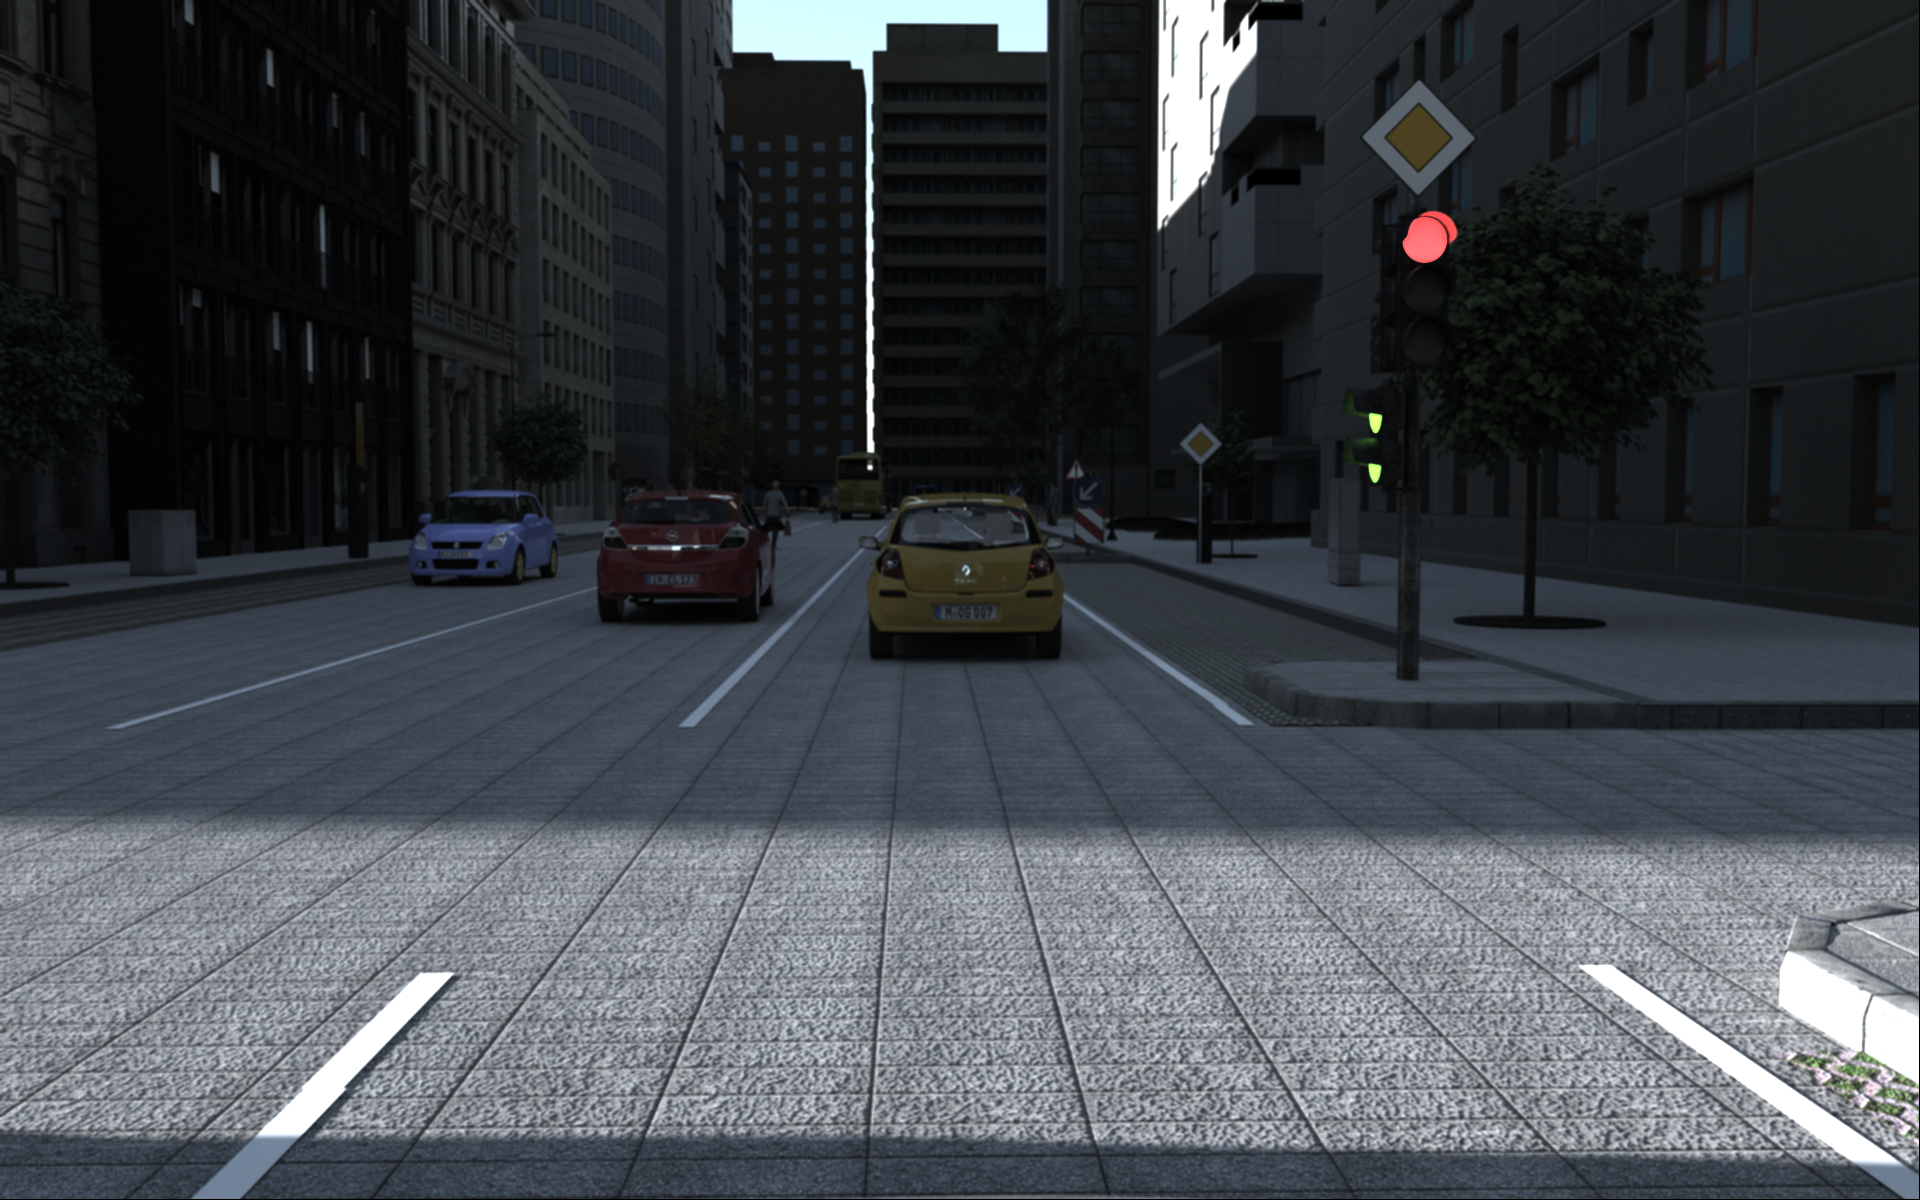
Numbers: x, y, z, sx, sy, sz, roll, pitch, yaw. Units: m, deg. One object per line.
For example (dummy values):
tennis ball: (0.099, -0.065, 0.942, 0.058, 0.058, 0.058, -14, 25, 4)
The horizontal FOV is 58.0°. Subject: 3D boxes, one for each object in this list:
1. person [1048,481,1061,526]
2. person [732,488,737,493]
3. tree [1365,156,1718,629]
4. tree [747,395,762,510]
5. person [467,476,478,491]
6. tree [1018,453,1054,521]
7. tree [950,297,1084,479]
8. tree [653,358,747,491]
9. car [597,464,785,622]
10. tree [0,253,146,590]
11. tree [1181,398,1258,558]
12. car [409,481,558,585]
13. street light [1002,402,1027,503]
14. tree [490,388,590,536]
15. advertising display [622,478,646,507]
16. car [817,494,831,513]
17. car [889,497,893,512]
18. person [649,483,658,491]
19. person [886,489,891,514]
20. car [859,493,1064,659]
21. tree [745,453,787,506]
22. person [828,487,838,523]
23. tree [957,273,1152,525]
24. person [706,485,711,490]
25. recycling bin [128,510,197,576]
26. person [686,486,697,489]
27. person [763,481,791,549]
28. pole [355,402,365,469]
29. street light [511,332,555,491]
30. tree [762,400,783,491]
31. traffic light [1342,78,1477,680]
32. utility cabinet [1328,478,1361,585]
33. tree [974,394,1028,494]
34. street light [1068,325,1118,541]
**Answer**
person: (3.776, -3.876, 69.514, 0.391, 1.810, 0.635, 2, 4, 26)
person: (-16.718, -7.438, 128.470, 1.217, 1.723, 0.721, 1, 4, 17)
tree: (5.560, -2.040, 17.062, 4.285, 4.588, 4.351, 0, 3, 0)
tree: (-14.124, -9.305, 102.501, 4.737, 8.622, 4.395, 0, 3, 0)
person: (-13.927, -2.639, 49.376, 0.526, 1.800, 0.537, 2, 4, 30)
tree: (3.516, -5.339, 81.894, 1.663, 3.219, 1.824, 0, 3, 0)
tree: (3.032, -10.180, 92.203, 9.928, 11.665, 9.643, 0, 3, 0)
tree: (-14.523, -8.829, 94.720, 4.737, 8.622, 4.395, 0, 3, 0)
car: (-3.226, -0.728, 20.941, 2.155, 1.783, 4.494, 0, 4, -3)
tree: (-13.023, -2.448, 23.740, 4.285, 4.588, 4.351, 0, 3, 0)
tree: (5.592, -2.481, 35.174, 1.663, 3.219, 1.824, 0, 3, 0)
car: (-7.772, -1.150, 28.390, 1.945, 1.707, 3.694, 0, 4, -1)
street light: (2.788, -6.982, 86.704, 1.470, 5.913, 1.316, 0, 4, -1)
tree: (-13.014, -4.294, 53.920, 4.285, 4.588, 4.351, 0, 3, 0)
advertising display: (-13.373, -4.034, 71.161, 0.974, 1.923, 0.123, -1, 4, -17)
car: (-9.599, -7.281, 129.271, 2.015, 1.641, 3.980, 0, 3, 0)
car: (-6.458, -7.920, 141.502, 2.014, 1.417, 4.499, 0, 4, -3)
person: (-9.083, -2.550, 50.784, 0.593, 1.750, 0.643, -3, 5, -39)
person: (-5.287, -7.215, 126.434, 0.705, 1.831, 1.348, -1, 4, -15)
car: (0.023, -0.384, 16.506, 2.015, 1.641, 3.980, 0, 4, -1)
tree: (-15.257, -9.329, 136.243, 4.285, 4.588, 4.351, 0, 3, 0)
person: (-6.308, -4.734, 86.078, 0.537, 1.800, 0.526, -1, 4, -20)
tree: (3.863, -8.439, 72.393, 8.767, 10.594, 7.601, 1, 4, 8)
person: (-16.098, -6.378, 110.194, 0.599, 1.838, 0.709, -2, 4, -28)
recycling bin: (-12.613, -0.908, 27.403, 0.722, 1.027, 0.722, 1, 4, 17)
person: (-14.277, -5.251, 92.702, 0.445, 1.727, 0.742, 2, 4, 35)
person: (-4.753, -2.200, 44.961, 0.782, 1.767, 0.515, 1, 4, 8)
pole: (-13.356, -2.737, 38.598, 0.158, 3.312, 0.155, 0, 3, 0)
street light: (-12.333, -4.732, 49.904, 1.470, 5.913, 1.316, 0, 4, -1)
tree: (-15.050, -10.749, 126.109, 4.737, 8.622, 4.395, 0, 3, 0)
traffic light: (3.082, -1.404, 11.884, 0.839, 4.253, 0.868, 0, 4, -1)
utility cabinet: (5.466, -0.973, 24.595, 0.318, 1.500, 1.173, 0, 4, 5)
tree: (2.963, -10.810, 127.104, 4.360, 8.622, 3.978, 0, 3, 0)
street light: (3.667, -4.601, 47.763, 1.470, 5.913, 1.316, 0, 4, -1)
